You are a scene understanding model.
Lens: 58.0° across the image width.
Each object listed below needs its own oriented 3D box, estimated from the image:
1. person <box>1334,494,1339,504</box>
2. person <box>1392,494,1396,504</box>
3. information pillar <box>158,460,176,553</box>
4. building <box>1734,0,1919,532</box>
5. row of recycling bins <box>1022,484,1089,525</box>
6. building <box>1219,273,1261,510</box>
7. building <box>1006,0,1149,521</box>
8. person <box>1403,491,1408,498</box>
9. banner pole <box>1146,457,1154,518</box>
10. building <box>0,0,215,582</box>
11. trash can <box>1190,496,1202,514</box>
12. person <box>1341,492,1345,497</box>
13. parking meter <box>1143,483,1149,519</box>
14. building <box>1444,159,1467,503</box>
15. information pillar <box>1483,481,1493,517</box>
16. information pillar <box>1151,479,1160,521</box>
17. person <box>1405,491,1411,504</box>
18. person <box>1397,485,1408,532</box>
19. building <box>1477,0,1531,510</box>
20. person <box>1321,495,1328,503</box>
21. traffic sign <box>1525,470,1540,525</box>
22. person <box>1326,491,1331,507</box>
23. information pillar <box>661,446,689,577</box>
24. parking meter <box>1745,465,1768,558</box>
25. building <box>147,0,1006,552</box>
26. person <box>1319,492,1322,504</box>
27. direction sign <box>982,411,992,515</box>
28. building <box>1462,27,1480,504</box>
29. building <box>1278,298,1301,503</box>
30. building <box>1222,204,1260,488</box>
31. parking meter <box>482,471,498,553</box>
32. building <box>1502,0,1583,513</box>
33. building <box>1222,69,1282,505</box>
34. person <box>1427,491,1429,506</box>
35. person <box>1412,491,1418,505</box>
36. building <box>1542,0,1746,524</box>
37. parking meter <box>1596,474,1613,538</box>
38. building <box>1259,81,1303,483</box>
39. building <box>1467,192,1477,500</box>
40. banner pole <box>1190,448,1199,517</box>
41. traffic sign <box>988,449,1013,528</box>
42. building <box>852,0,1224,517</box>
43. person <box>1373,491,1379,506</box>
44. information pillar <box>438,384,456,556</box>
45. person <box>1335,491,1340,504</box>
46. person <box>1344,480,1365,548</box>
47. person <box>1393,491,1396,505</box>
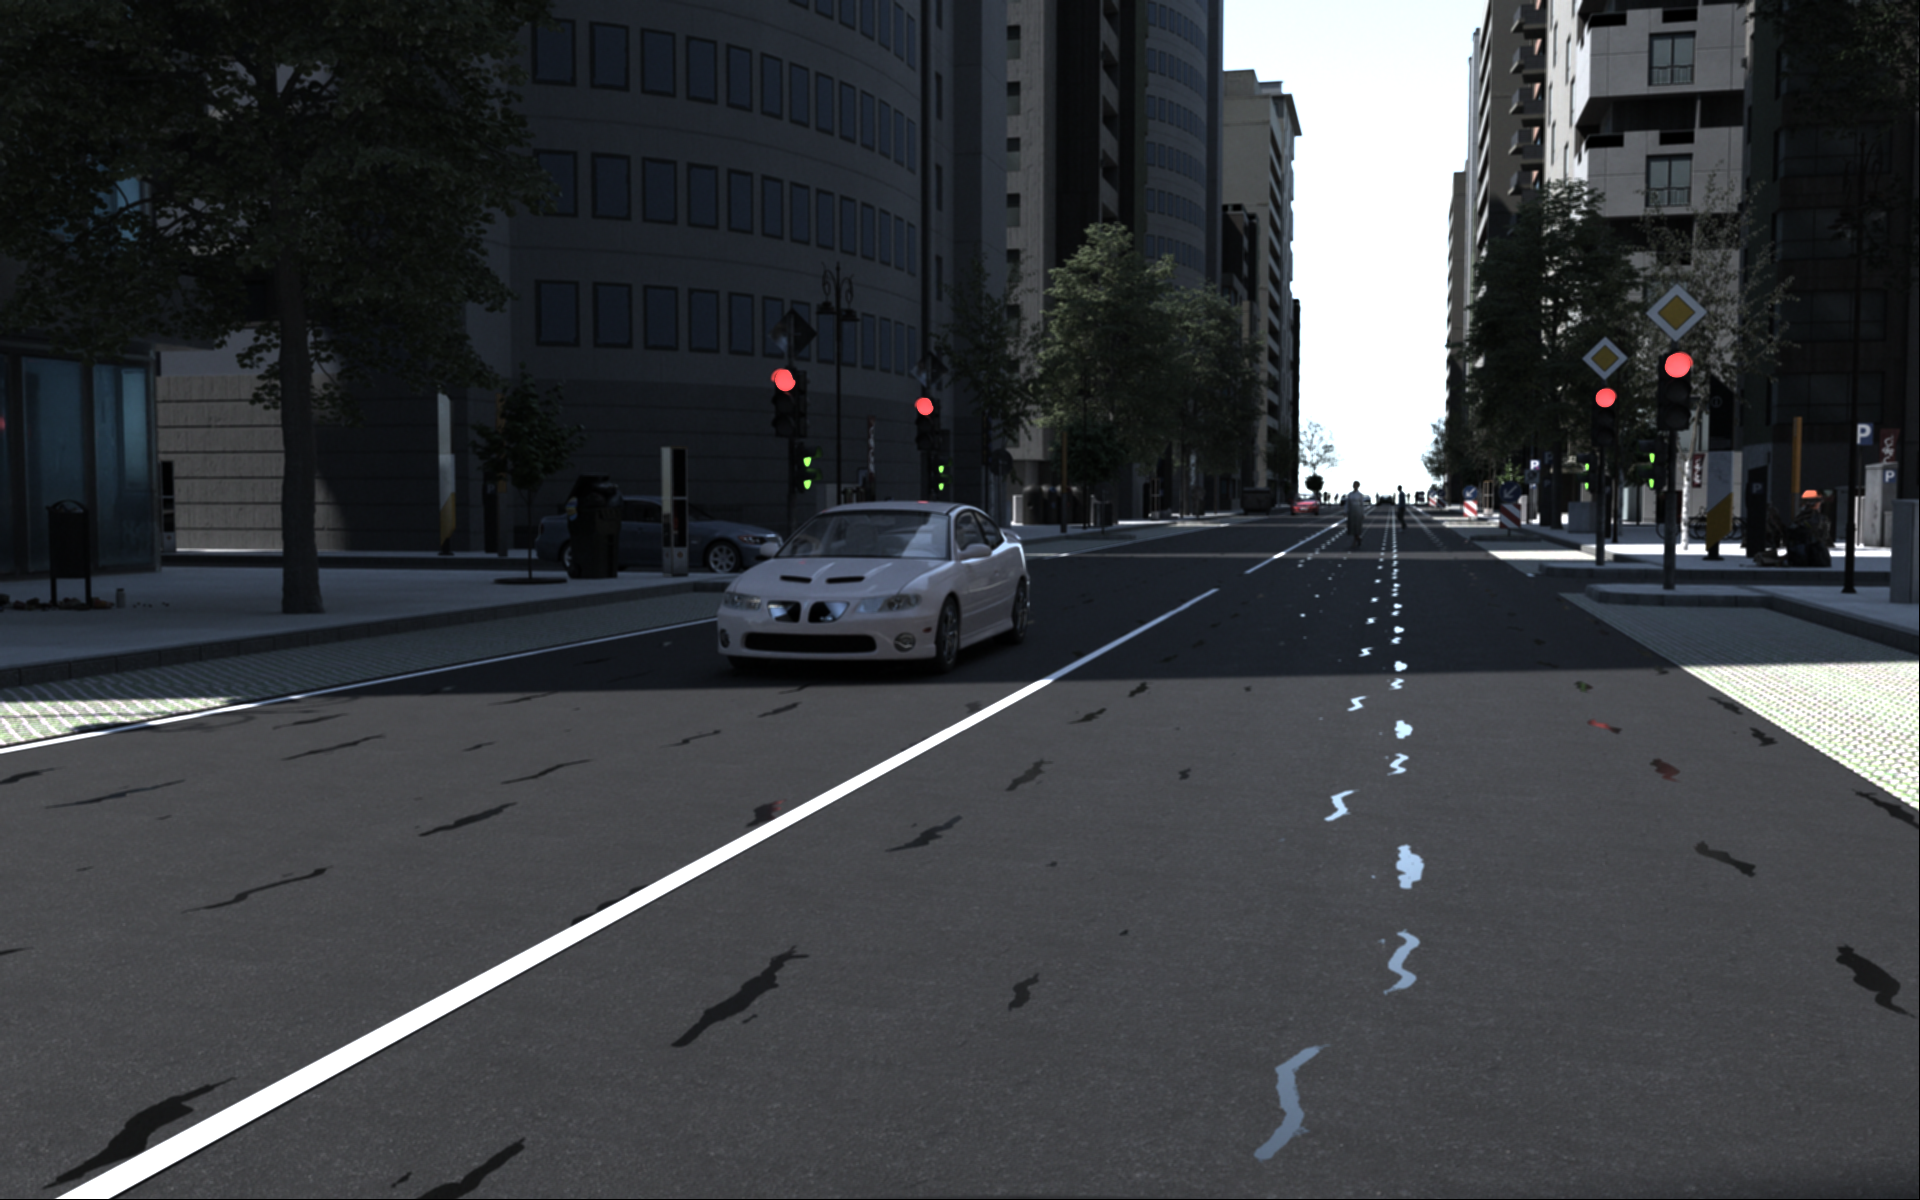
[{"bbox_3d":[52.417,-14.037,241.239,0.697,1.427,0.421,1,4,22],"label":"person"},{"bbox_3d":[64.765,-15.218,258.003,1.217,1.739,0.721,2,4,26],"label":"person"},{"bbox_3d":[-17.215,-2.020,37.524,0.304,2.012,0.304,3,5,43],"label":"information pillar"},{"bbox_3d":[33.657,-17.504,57.886,14.160,30.474,14.107,1,4,14],"label":"building"},{"bbox_3d":[3.984,-4.017,72.784,3.534,1.692,1.069,-3,5,-42],"label":"row of recycling bins"},{"bbox_3d":[11.411,-18.830,152.904,27.650,21.520,28.899,1,4,14],"label":"building"},{"bbox_3d":[1.434,-19.261,86.620,14.160,30.474,14.107,1,4,14],"label":"building"},{"bbox_3d":[60.296,-13.879,235.437,1.348,1.822,0.705,3,5,43],"label":"person"},{"bbox_3d":[10.272,-6.335,93.586,0.863,3.779,0.401,-3,4,-36],"label":"banner pole"},{"bbox_3d":[-27.777,-24.536,20.772,30.456,49.044,23.786,1,4,14],"label":"building"},{"bbox_3d":[14.442,-5.758,105.797,0.748,1.137,0.748,0,3,0],"label":"trash can"},{"bbox_3d":[55.101,-14.619,248.309,1.217,1.735,0.721,-1,4,-12],"label":"person"},{"bbox_3d":[9.620,-5.126,89.523,0.255,1.863,0.399,-1,4,-9],"label":"parking meter"},{"bbox_3d":[79.915,-37.950,244.186,21.300,48.544,21.600,1,4,14],"label":"building"},{"bbox_3d":[30.458,-5.849,100.130,0.304,2.012,0.304,2,4,29],"label":"information pillar"},{"bbox_3d":[9.231,-4.734,81.900,0.304,2.012,0.304,3,5,45],"label":"information pillar"},{"bbox_3d":[64.564,-14.728,249.400,0.705,1.812,1.348,-2,4,-29],"label":"person"},{"bbox_3d":[16.865,-3.497,66.018,0.444,1.785,0.601,1,4,15],"label":"person"},{"bbox_3d":[55.441,-32.015,147.152,21.300,48.544,21.600,1,4,14],"label":"building"},{"bbox_3d":[50.608,-14.150,239.942,1.348,1.812,0.705,3,5,41],"label":"person"},{"bbox_3d":[23.672,-4.256,71.718,0.606,2.300,0.079,1,4,15],"label":"traffic sign"},{"bbox_3d":[40.920,-11.187,192.226,0.721,1.723,1.217,2,4,29],"label":"person"},{"bbox_3d":[-4.434,-1.373,26.935,0.304,2.012,0.304,-3,5,-40],"label":"information pillar"},{"bbox_3d":[15.994,-1.779,34.805,0.399,1.863,0.255,2,4,26],"label":"parking meter"},{"bbox_3d":[-11.852,-31.151,51.319,21.231,58.520,28.212,1,4,14],"label":"building"},{"bbox_3d":[48.453,-13.670,232.669,0.621,1.740,0.551,-1,4,-17],"label":"person"},{"bbox_3d":[0.736,-3.410,47.752,0.379,3.537,0.876,1,4,17],"label":"direction sign"},{"bbox_3d":[74.660,-41.382,218.586,21.231,58.520,28.212,1,4,14],"label":"building"},{"bbox_3d":[41.102,-29.104,247.549,14.160,30.474,14.107,1,4,14],"label":"building"},{"bbox_3d":[22.149,-24.515,172.528,14.160,30.474,14.107,1,4,14],"label":"building"},{"bbox_3d":[-10.137,-1.951,37.610,0.399,1.863,0.255,1,4,9],"label":"parking meter"},{"bbox_3d":[50.623,-28.603,122.276,22.147,44.769,28.867,1,4,14],"label":"building"},{"bbox_3d":[26.199,-35.473,203.687,21.300,48.544,21.600,1,4,14],"label":"building"},{"bbox_3d":[54.994,-11.921,203.413,0.705,1.824,1.348,0,4,5],"label":"person"},{"bbox_3d":[55.061,-12.278,209.205,0.705,1.831,1.348,3,5,42],"label":"person"},{"bbox_3d":[44.157,-30.342,85.334,28.713,52.752,27.495,1,4,14],"label":"building"},{"bbox_3d":[18.747,-2.731,50.371,0.399,1.863,0.255,-2,4,-23],"label":"parking meter"},{"bbox_3d":[29.683,-39.087,228.313,28.713,52.752,27.495,1,4,14],"label":"building"},{"bbox_3d":[56.143,-24.110,165.895,14.160,30.474,14.107,1,4,14],"label":"building"},{"bbox_3d":[12.923,-6.444,95.370,0.401,3.779,0.863,-2,4,-31],"label":"banner pole"},{"bbox_3d":[1.120,-2.970,48.668,0.768,2.556,0.104,1,4,23],"label":"traffic sign"},{"bbox_3d":[6.858,-35.568,123.533,21.231,58.520,28.212,1,4,14],"label":"building"},{"bbox_3d":[48.726,-11.863,202.451,0.705,1.826,1.348,3,5,40],"label":"person"},{"bbox_3d":[-10.675,-2.731,36.002,0.504,3.616,0.183,3,5,43],"label":"information pillar"},{"bbox_3d":[56.981,-15.474,261.371,0.709,1.838,0.599,2,4,34],"label":"person"},{"bbox_3d":[10.574,-2.295,46.250,0.641,1.798,0.478,-3,5,-42],"label":"person"},{"bbox_3d":[59.274,-13.946,236.484,0.705,1.831,1.348,0,4,6],"label":"person"}]
